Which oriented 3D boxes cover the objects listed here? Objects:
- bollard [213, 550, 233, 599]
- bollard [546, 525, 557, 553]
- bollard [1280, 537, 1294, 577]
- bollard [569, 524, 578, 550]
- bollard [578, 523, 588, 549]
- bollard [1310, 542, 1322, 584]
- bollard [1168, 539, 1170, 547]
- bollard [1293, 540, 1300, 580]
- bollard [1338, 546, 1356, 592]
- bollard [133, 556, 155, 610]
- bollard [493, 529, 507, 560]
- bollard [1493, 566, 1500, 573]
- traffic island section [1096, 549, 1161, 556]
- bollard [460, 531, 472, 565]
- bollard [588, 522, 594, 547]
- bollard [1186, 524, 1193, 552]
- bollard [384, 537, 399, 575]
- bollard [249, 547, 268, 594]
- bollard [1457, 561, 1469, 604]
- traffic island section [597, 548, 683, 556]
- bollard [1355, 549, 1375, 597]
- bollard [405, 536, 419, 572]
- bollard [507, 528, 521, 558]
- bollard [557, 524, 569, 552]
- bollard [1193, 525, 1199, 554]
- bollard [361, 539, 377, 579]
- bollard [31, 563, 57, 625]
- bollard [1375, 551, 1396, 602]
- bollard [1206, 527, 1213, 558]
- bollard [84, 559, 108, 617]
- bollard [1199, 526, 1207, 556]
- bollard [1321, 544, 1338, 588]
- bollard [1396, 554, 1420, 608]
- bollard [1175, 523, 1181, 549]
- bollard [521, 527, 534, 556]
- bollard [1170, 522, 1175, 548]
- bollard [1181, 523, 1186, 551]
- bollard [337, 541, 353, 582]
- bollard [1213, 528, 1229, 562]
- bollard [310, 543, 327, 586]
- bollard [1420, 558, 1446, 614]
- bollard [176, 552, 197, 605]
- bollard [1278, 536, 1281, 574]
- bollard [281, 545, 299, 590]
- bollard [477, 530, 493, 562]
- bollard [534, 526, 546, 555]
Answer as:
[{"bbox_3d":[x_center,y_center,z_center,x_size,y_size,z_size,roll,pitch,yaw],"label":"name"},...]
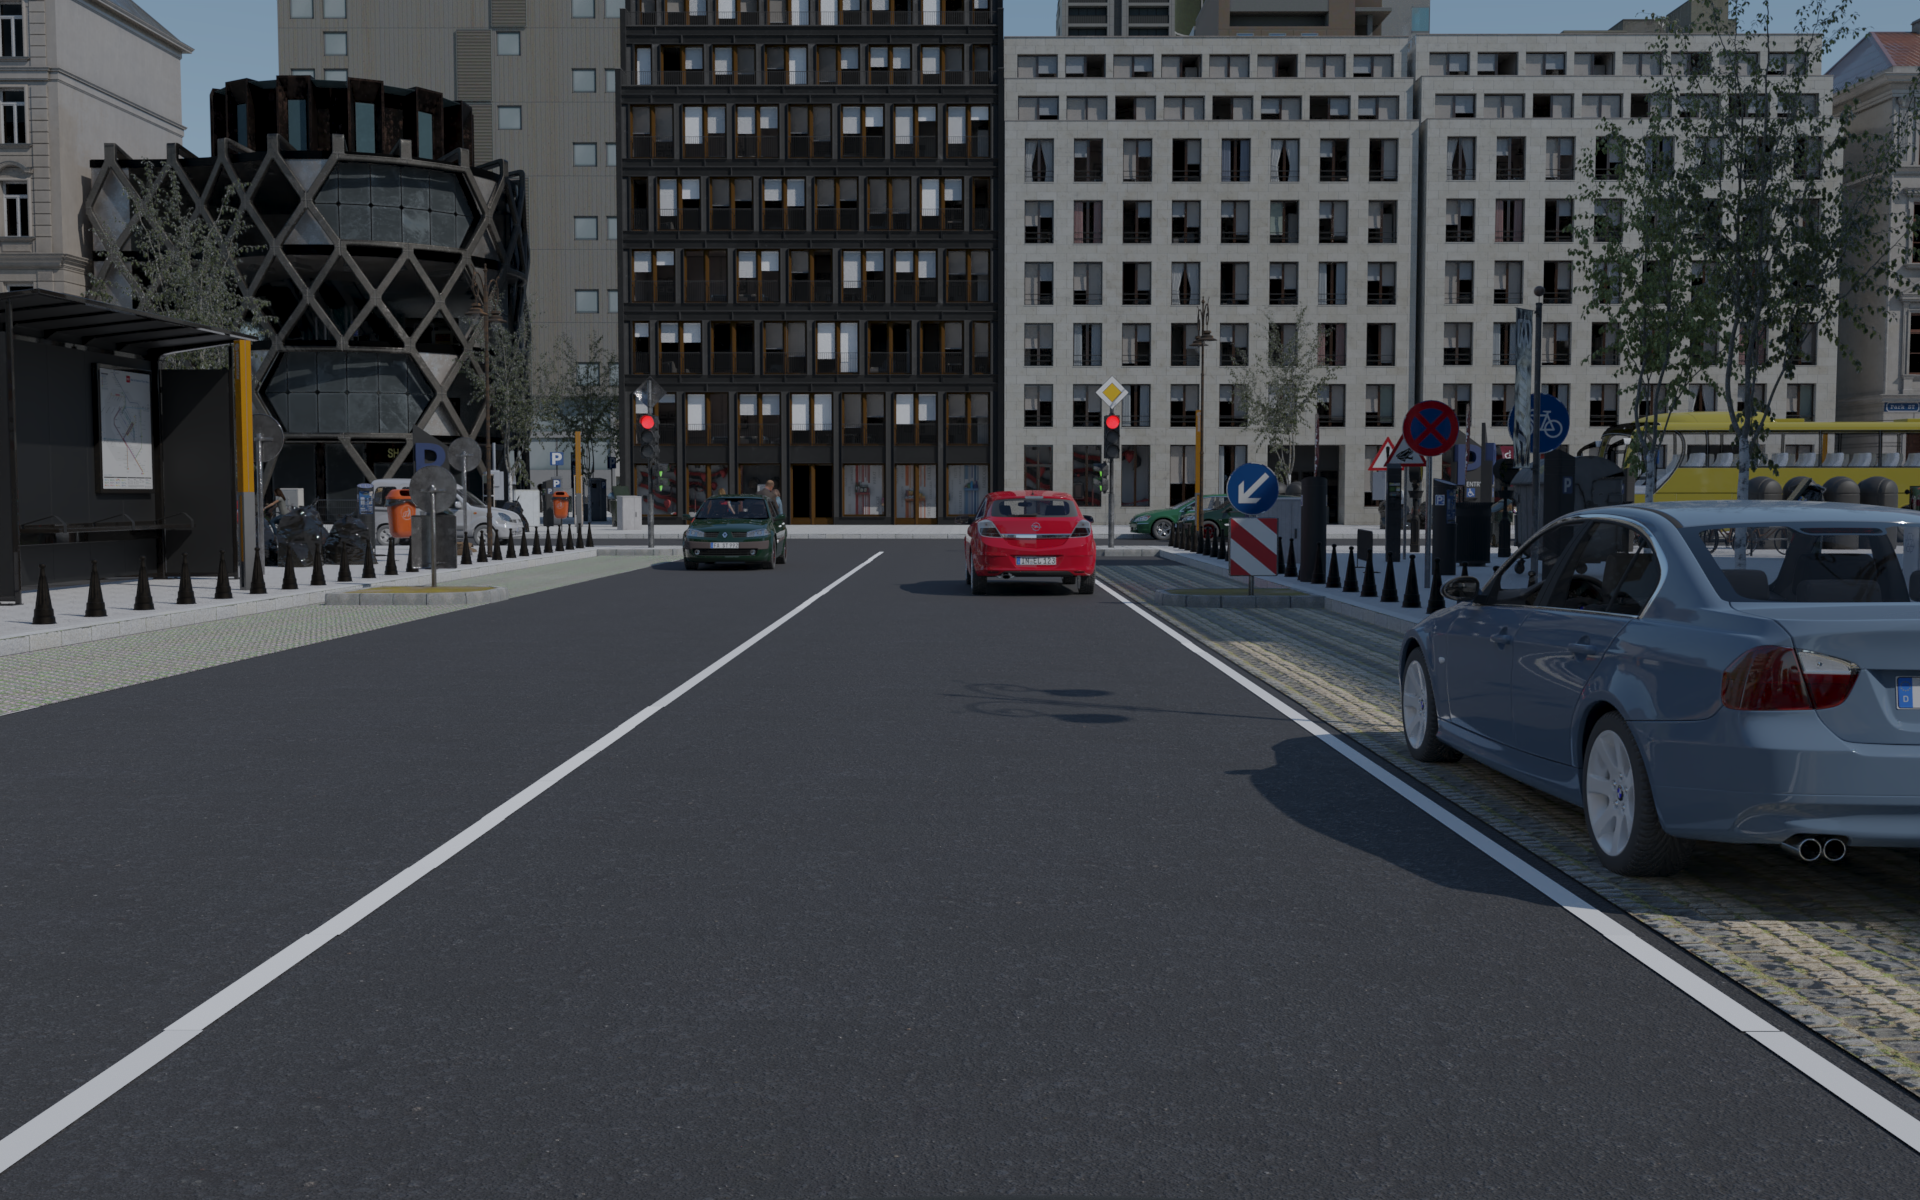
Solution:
[{"bbox_3d":[-9.034,-0.317,21.227,0.229,0.601,0.229,0,3,0],"label":"bollard"},{"bbox_3d":[-8.973,-1.327,37.733,0.229,0.601,0.229,0,3,0],"label":"bollard"},{"bbox_3d":[5.132,-0.659,26.815,0.229,0.601,0.229,0,3,0],"label":"bollard"},{"bbox_3d":[-8.969,-1.453,39.794,0.229,0.601,0.229,0,3,0],"label":"bollard"},{"bbox_3d":[-8.965,-1.516,40.828,0.229,0.601,0.229,0,3,0],"label":"bollard"},{"bbox_3d":[5.129,-0.532,24.747,0.229,0.601,0.229,0,3,0],"label":"bollard"},{"bbox_3d":[5.190,-1.605,42.284,0.229,0.601,0.229,0,3,0],"label":"bollard"},{"bbox_3d":[5.133,-0.596,25.784,0.229,0.601,0.229,0,3,0],"label":"bollard"},{"bbox_3d":[5.125,-0.407,22.690,0.229,0.601,0.229,0,3,0],"label":"bollard"},{"bbox_3d":[-9.041,-0.192,19.173,0.229,0.601,0.229,0,3,0],"label":"bollard"},{"bbox_3d":[-8.988,-1.075,33.616,0.229,0.601,0.229,0,3,0],"label":"bollard"},{"bbox_3d":[5.099,-0.027,16.476,0.229,0.601,0.229,0,3,0],"label":"bollard"},{"bbox_3d":[3.633,-1.168,41.386,2.009,0.180,2.903,0,4,0],"label":"traffic island section"},{"bbox_3d":[-9.000,-0.949,31.556,0.229,0.601,0.229,0,3,0],"label":"bollard"},{"bbox_3d":[-8.958,-1.580,41.874,0.229,0.601,0.229,0,3,0],"label":"bollard"},{"bbox_3d":[5.173,-1.352,38.153,0.229,0.601,0.229,0,3,0],"label":"bollard"},{"bbox_3d":[-9.013,-0.696,27.424,0.229,0.601,0.229,0,3,0],"label":"bollard"},{"bbox_3d":[-9.028,-0.380,22.261,0.229,0.601,0.229,0,3,0],"label":"bollard"},{"bbox_3d":[5.102,-0.090,17.515,0.229,0.601,0.229,0,3,0],"label":"bollard"},{"bbox_3d":[-7.408,-1.171,41.429,2.009,0.180,2.903,0,4,0],"label":"traffic island section"},{"bbox_3d":[5.116,-0.342,21.641,0.229,0.601,0.229,0,3,0],"label":"bollard"},{"bbox_3d":[-9.005,-0.759,28.457,0.229,0.601,0.229,0,3,0],"label":"bollard"},{"bbox_3d":[-8.987,-1.138,34.653,0.229,0.601,0.229,0,3,0],"label":"bollard"},{"bbox_3d":[-8.963,-1.390,38.766,0.229,0.601,0.229,0,3,0],"label":"bollard"},{"bbox_3d":[5.171,-1.289,37.122,0.229,0.601,0.229,0,3,0],"label":"bollard"},{"bbox_3d":[-9.016,-0.633,26.396,0.229,0.601,0.229,0,3,0],"label":"bollard"},{"bbox_3d":[-9.046,-0.064,17.090,0.229,0.601,0.229,0,3,0],"label":"bollard"},{"bbox_3d":[5.115,-0.279,20.606,0.229,0.601,0.229,0,3,0],"label":"bollard"},{"bbox_3d":[5.168,-1.164,35.069,0.229,0.601,0.229,0,3,0],"label":"bollard"},{"bbox_3d":[-9.049,-0.127,18.121,0.229,0.601,0.229,0,3,0],"label":"bollard"},{"bbox_3d":[5.166,-1.227,36.096,0.229,0.601,0.229,0,3,0],"label":"bollard"},{"bbox_3d":[5.122,-0.470,23.721,0.229,0.601,0.229,0,3,0],"label":"bollard"},{"bbox_3d":[5.110,-0.216,19.579,0.229,0.601,0.229,0,3,0],"label":"bollard"},{"bbox_3d":[5.182,-1.478,40.207,0.229,0.601,0.229,0,3,0],"label":"bollard"},{"bbox_3d":[-8.985,-1.201,35.680,0.229,0.601,0.229,0,3,0],"label":"bollard"},{"bbox_3d":[5.185,-1.542,41.257,0.229,0.601,0.229,0,3,0],"label":"bollard"},{"bbox_3d":[5.180,-1.415,39.180,0.229,0.601,0.229,0,3,0],"label":"bollard"},{"bbox_3d":[-9.016,-0.570,25.362,0.229,0.601,0.229,0,3,0],"label":"bollard"},{"bbox_3d":[5.163,-1.101,34.042,0.229,0.601,0.229,0,3,0],"label":"bollard"},{"bbox_3d":[-9.022,-0.507,24.329,0.229,0.601,0.229,0,3,0],"label":"bollard"},{"bbox_3d":[5.108,-0.153,18.548,0.229,0.601,0.229,0,3,0],"label":"bollard"},{"bbox_3d":[-9.034,-0.254,20.200,0.229,0.601,0.229,0,3,0],"label":"bollard"},{"bbox_3d":[5.142,-0.722,27.842,0.229,0.601,0.229,0,3,0],"label":"bollard"},{"bbox_3d":[-9.023,-0.444,23.303,0.229,0.601,0.229,0,3,0],"label":"bollard"},{"bbox_3d":[-8.993,-1.012,32.586,0.229,0.601,0.229,0,3,0],"label":"bollard"},{"bbox_3d":[-8.977,-1.264,36.707,0.229,0.601,0.229,0,3,0],"label":"bollard"}]
